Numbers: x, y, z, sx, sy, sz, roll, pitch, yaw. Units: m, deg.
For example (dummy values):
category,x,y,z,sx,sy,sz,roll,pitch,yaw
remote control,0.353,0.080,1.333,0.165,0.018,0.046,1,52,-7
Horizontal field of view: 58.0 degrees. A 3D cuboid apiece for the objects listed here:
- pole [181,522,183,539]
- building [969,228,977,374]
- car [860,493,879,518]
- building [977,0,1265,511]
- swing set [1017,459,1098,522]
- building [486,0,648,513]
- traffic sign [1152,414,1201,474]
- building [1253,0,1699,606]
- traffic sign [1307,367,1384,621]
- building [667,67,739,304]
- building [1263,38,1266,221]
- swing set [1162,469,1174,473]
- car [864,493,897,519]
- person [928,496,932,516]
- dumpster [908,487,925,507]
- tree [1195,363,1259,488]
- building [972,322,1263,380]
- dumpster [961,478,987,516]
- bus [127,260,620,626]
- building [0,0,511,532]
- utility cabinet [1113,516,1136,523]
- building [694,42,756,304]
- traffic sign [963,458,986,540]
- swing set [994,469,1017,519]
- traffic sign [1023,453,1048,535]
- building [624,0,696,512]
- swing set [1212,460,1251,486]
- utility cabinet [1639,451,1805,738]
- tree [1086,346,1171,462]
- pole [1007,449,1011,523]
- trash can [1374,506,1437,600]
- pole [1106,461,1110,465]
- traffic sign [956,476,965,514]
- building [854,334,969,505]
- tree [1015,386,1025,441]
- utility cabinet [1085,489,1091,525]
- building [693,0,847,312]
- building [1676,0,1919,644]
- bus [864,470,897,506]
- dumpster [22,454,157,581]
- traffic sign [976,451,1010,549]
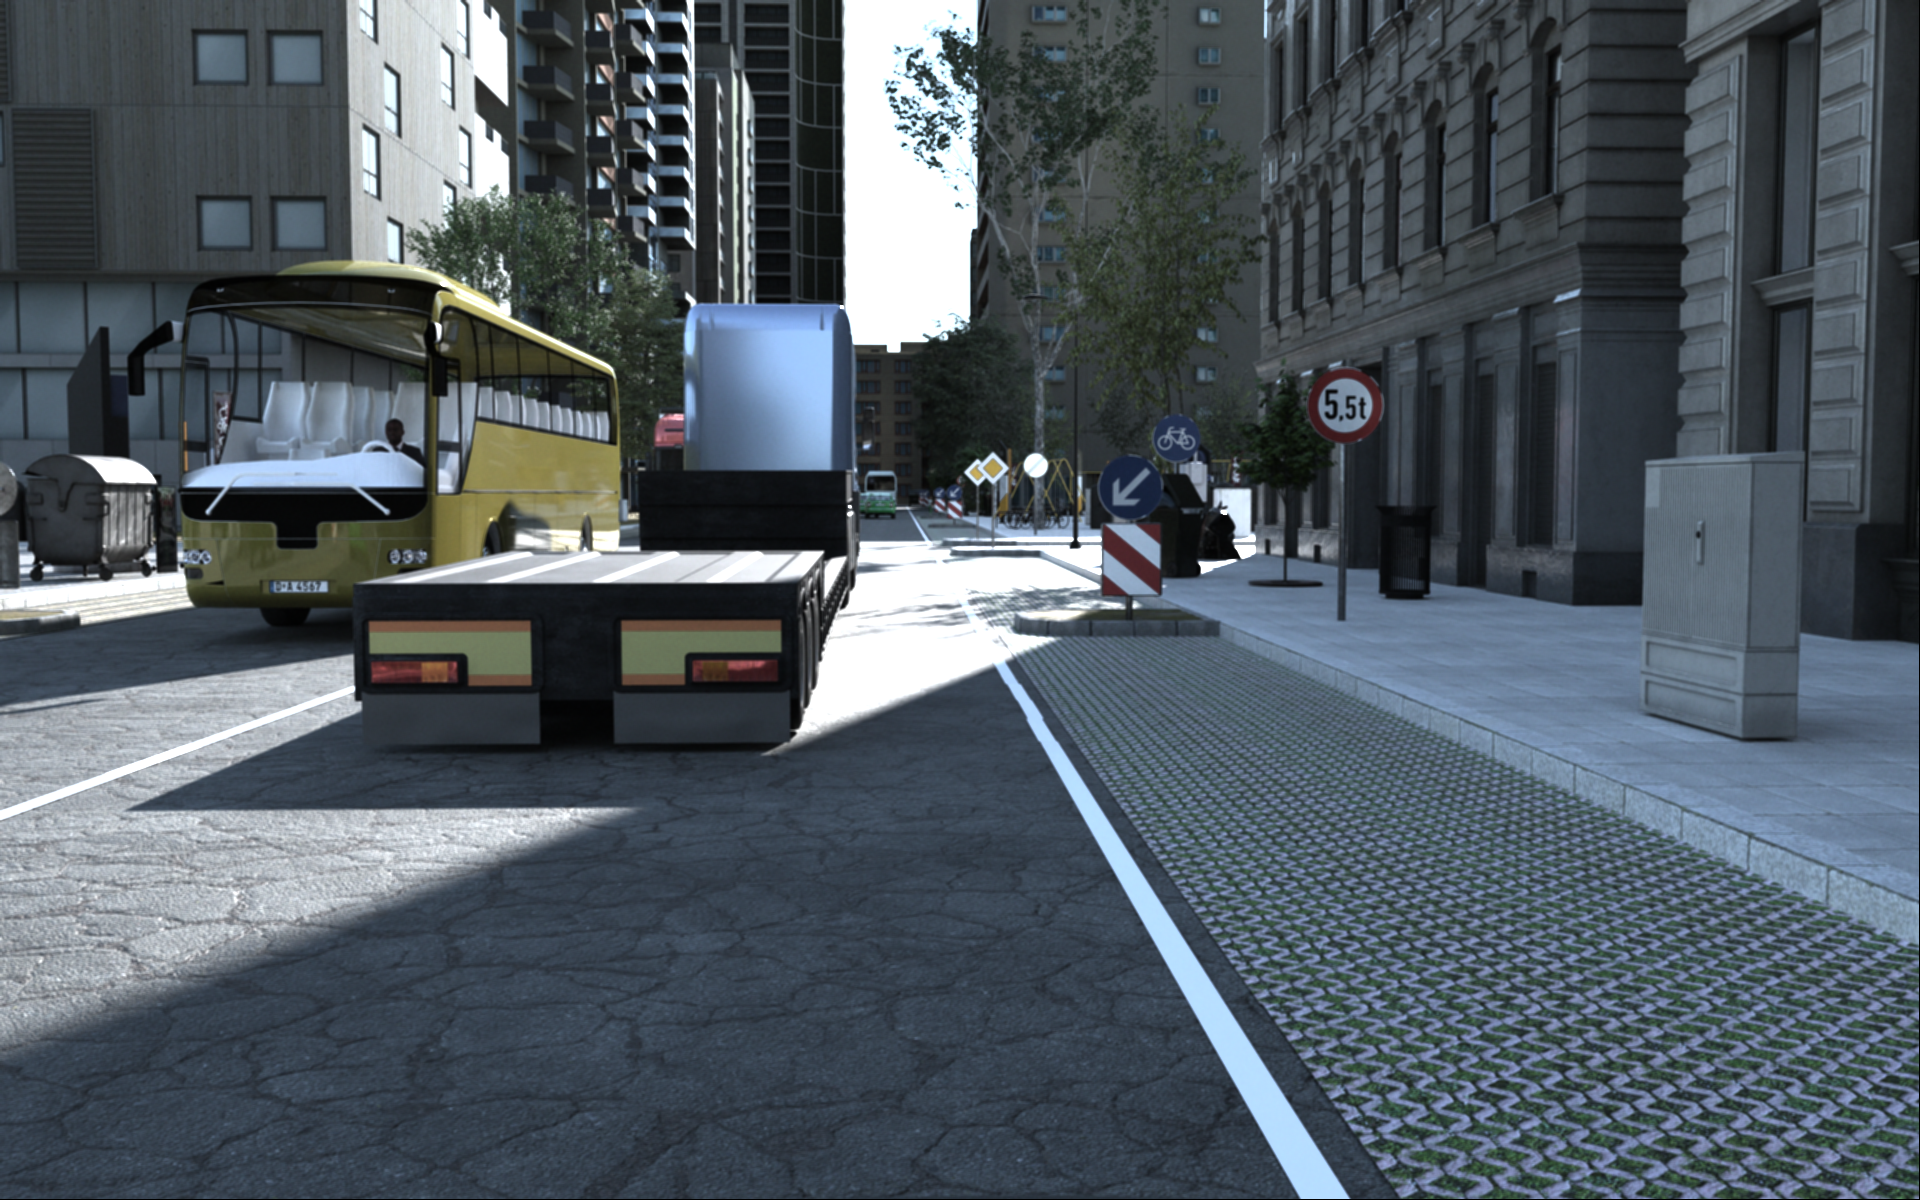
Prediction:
category,x,y,z,sx,sy,sz,roll,pitch,yaw
pole,-21.833,-3.358,48.740,0.158,3.312,0.155,0,3,0
building,7.968,-25.574,189.839,14.160,30.474,14.107,0,4,-2
car,-5.882,-5.987,106.678,1.959,1.807,4.718,0,4,-3
building,12.477,-31.735,142.576,21.300,48.544,21.600,0,4,-2
swing set,4.368,-4.911,77.923,2.862,2.851,3.119,0,4,-8
building,-31.301,-27.572,105.427,22.147,44.769,28.867,0,4,-2
traffic sign,3.459,-1.690,27.736,0.768,2.556,0.104,0,4,8
building,11.396,-10.957,28.302,9.793,20.994,18.267,0,4,-2
traffic sign,3.870,-1.063,17.488,0.768,2.556,0.104,0,4,3
building,-28.234,-29.204,161.074,14.154,41.232,14.086,0,4,-2
building,44.316,-41.549,221.317,28.212,58.520,21.231,0,4,-2
swing set,14.086,-6.827,109.238,3.119,2.851,2.862,2,4,34
car,-4.674,-5.670,101.494,1.959,1.807,4.718,0,4,-3
person,-1.911,-5.985,110.595,0.306,1.304,0.590,1,4,15
dumpster,-4.926,-11.815,198.124,1.985,2.255,1.502,0,4,-3
tree,15.285,-9.045,98.240,4.360,8.622,3.978,0,3,0
building,15.555,-19.808,168.901,27.650,21.520,28.899,0,4,-2
dumpster,0.806,-5.977,100.224,1.502,2.255,1.985,0,4,-2
bus,-6.512,-1.869,22.110,2.896,3.916,12.252,0,4,-3
building,-34.040,-29.340,68.952,28.713,52.752,27.495,0,4,-2
utility cabinet,3.124,-1.487,32.987,0.318,1.500,1.173,1,4,12
building,-33.090,-34.257,183.797,21.600,48.544,21.300,0,4,-2
traffic sign,0.494,-2.756,48.702,0.795,2.450,0.064,0,4,-2
swing set,3.158,-5.265,83.704,2.862,2.851,3.119,0,4,-6
traffic sign,2.360,-3.298,54.029,0.768,2.556,0.104,0,4,2
building,-31.781,-50.421,137.053,22.319,86.520,31.000,0,4,-2
swing set,12.466,-5.066,80.443,3.119,2.851,2.862,1,4,21
utility cabinet,4.136,-0.050,9.491,0.318,1.500,1.173,0,4,-4
tree,8.021,-8.188,84.241,4.360,8.622,3.978,0,3,0
pole,2.208,-5.133,77.760,0.158,3.312,0.155,0,3,0
trash can,5.460,-0.587,21.245,0.748,1.137,0.748,0,3,0
pole,9.032,-6.852,105.873,0.158,3.312,0.155,0,3,0
traffic sign,0.158,-6.767,110.743,0.768,2.556,0.104,0,4,7
building,0.314,-23.197,224.318,28.899,21.520,27.650,0,4,-2
tree,5.267,-9.669,108.447,4.737,8.622,4.395,0,3,0
utility cabinet,5.406,-3.862,71.828,0.318,1.500,1.173,1,4,10
building,-24.816,-47.710,218.304,20.611,71.187,20.563,0,4,-2
building,12.779,-11.018,9.029,11.050,23.489,19.941,0,4,-2
bus,-6.685,-9.241,145.952,2.948,3.499,13.247,0,4,-3
dumpster,-13.115,-1.246,26.134,1.264,1.857,1.865,0,4,-2
traffic sign,0.774,-2.268,40.721,0.795,2.450,0.064,0,4,-2
